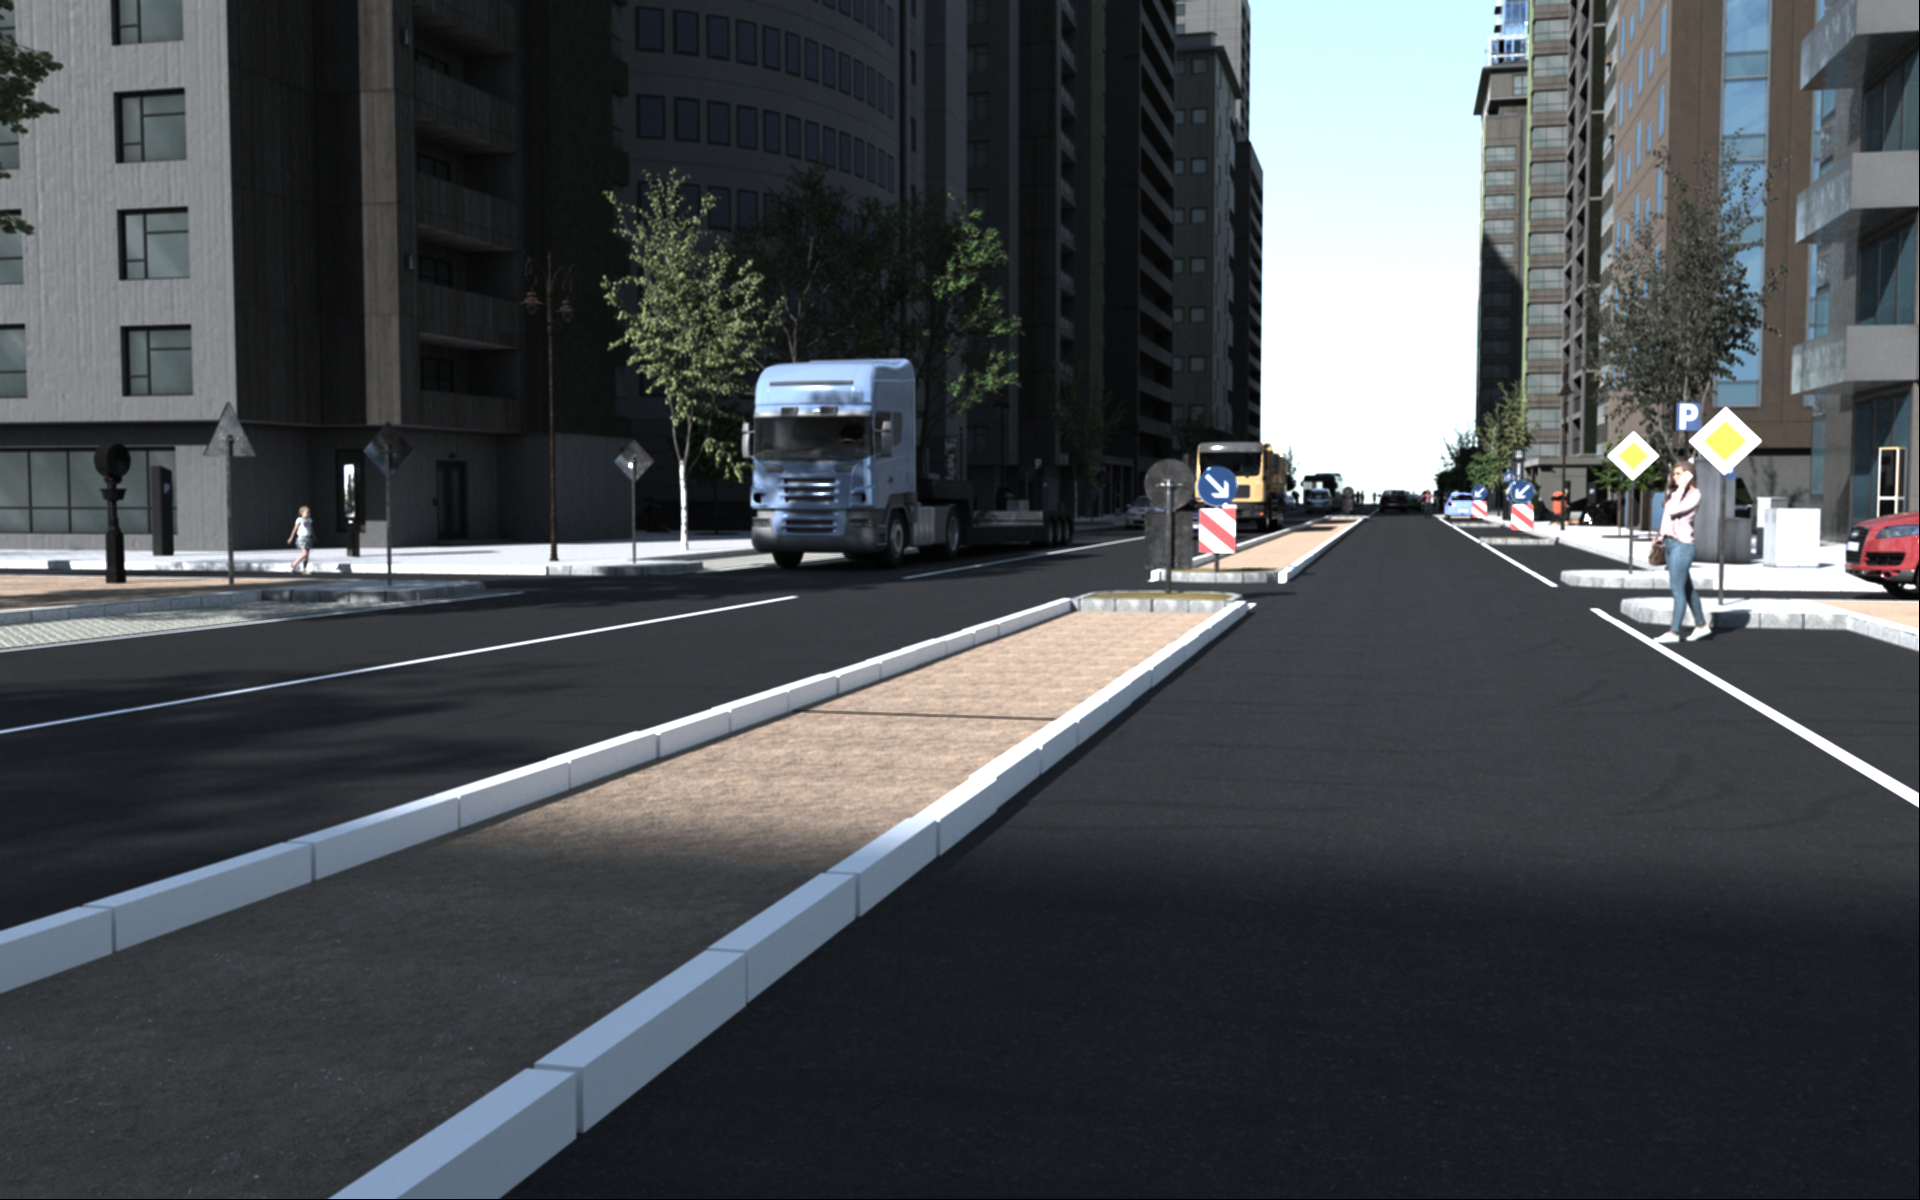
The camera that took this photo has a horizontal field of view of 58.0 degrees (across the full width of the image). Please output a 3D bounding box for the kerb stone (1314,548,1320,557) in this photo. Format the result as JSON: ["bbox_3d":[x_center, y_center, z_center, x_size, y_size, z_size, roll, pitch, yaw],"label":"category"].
[{"bbox_3d":[7.908,-1.007,38.695,0.120,0.150,1.000,1,4,14],"label":"kerb stone"}]

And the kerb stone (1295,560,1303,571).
[{"bbox_3d":[6.157,-0.585,31.752,0.120,0.150,1.000,1,4,14],"label":"kerb stone"}]

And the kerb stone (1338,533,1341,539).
[{"bbox_3d":[11.421,-1.859,52.590,0.120,0.150,1.000,1,4,14],"label":"kerb stone"}]

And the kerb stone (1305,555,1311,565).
[{"bbox_3d":[6.900,-0.767,34.731,0.120,0.150,1.000,1,4,14],"label":"kerb stone"}]

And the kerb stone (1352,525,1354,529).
[{"bbox_3d":[14.947,-2.710,66.510,0.120,0.150,1.000,1,4,14],"label":"kerb stone"}]

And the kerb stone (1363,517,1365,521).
[{"bbox_3d":[20.239,-3.988,87.398,0.120,0.150,1.000,1,4,14],"label":"kerb stone"}]

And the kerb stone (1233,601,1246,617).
[{"bbox_3d":[3.250,0.120,20.278,0.120,0.150,1.000,1,4,14],"label":"kerb stone"}]

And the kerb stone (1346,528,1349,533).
[{"bbox_3d":[13.436,-2.346,60.558,0.120,0.150,1.000,1,4,14],"label":"kerb stone"}]

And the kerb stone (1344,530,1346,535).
[{"bbox_3d":[12.683,-2.162,57.566,0.120,0.150,1.000,1,4,14],"label":"kerb stone"}]

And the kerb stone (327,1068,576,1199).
[{"bbox_3d":[-1.033,1.152,3.377,0.120,0.150,1.000,1,4,14],"label":"kerb stone"}]

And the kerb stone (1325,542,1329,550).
[{"bbox_3d":[9.162,-1.312,43.651,0.120,0.150,1.000,1,4,14],"label":"kerb stone"}]

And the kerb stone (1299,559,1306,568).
[{"bbox_3d":[6.398,-0.638,32.750,0.120,0.150,1.000,1,4,14],"label":"kerb stone"}]

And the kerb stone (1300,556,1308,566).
[{"bbox_3d":[6.648,-0.706,33.741,0.120,0.150,1.000,1,4,14],"label":"kerb stone"}]

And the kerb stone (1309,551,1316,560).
[{"bbox_3d":[7.414,-0.885,36.711,0.120,0.150,1.000,1,4,14],"label":"kerb stone"}]

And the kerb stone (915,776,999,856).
[{"bbox_3d":[-0.015,0.913,7.352,0.120,0.150,1.000,1,4,14],"label":"kerb stone"}]

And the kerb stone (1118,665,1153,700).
[{"bbox_3d":[1.228,0.606,12.333,0.120,0.150,1.000,1,4,14],"label":"kerb stone"}]

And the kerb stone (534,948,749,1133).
[{"bbox_3d":[-0.779,1.090,4.376,0.120,0.150,1.000,1,4,14],"label":"kerb stone"}]

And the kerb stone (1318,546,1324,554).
[{"bbox_3d":[8.408,-1.123,40.680,0.120,0.150,1.000,1,4,14],"label":"kerb stone"}]

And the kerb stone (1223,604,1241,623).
[{"bbox_3d":[2.994,0.178,19.286,0.120,0.150,1.000,1,4,14],"label":"kerb stone"}]

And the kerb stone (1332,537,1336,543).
[{"bbox_3d":[10.419,-1.616,48.623,0.120,0.150,1.000,1,4,14],"label":"kerb stone"}]

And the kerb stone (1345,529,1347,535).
[{"bbox_3d":[12.940,-2.223,58.566,0.120,0.150,1.000,1,4,14],"label":"kerb stone"}]

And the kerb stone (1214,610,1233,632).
[{"bbox_3d":[2.746,0.239,18.290,0.120,0.150,1.000,1,4,14],"label":"kerb stone"}]

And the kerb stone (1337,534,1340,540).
[{"bbox_3d":[11.173,-1.796,51.598,0.120,0.150,1.000,1,4,14],"label":"kerb stone"}]

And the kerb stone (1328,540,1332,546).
[{"bbox_3d":[9.659,-1.434,45.636,0.120,0.150,1.000,1,4,14],"label":"kerb stone"}]

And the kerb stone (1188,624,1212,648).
[{"bbox_3d":[2.236,0.360,16.303,0.120,0.150,1.000,1,4,14],"label":"kerb stone"}]

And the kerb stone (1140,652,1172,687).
[{"bbox_3d":[1.489,0.543,13.321,0.120,0.150,1.000,1,4,14],"label":"kerb stone"}]

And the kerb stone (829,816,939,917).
[{"bbox_3d":[-0.274,0.968,6.362,0.120,0.150,1.000,1,4,14],"label":"kerb stone"}]

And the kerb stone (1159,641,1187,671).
[{"bbox_3d":[1.739,0.482,14.320,0.120,0.150,1.000,1,4,14],"label":"kerb stone"}]

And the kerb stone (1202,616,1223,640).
[{"bbox_3d":[2.494,0.299,17.299,0.120,0.150,1.000,1,4,14],"label":"kerb stone"}]

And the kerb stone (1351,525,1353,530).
[{"bbox_3d":[14.695,-2.649,65.511,0.120,0.150,1.000,1,4,14],"label":"kerb stone"}]

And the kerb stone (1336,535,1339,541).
[{"bbox_3d":[10.919,-1.735,50.608,0.120,0.150,1.000,1,4,14],"label":"kerb stone"}]

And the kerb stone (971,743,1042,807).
[{"bbox_3d":[0.225,0.847,8.348,0.120,0.150,1.000,1,4,14],"label":"kerb stone"}]

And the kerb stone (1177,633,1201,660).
[{"bbox_3d":[1.990,0.428,15.311,0.120,0.150,1.000,1,4,14],"label":"kerb stone"}]

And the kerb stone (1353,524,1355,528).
[{"bbox_3d":[15.451,-2.831,68.509,0.120,0.150,1.000,1,4,14],"label":"kerb stone"}]

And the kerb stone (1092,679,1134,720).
[{"bbox_3d":[0.987,0.665,11.339,0.120,0.150,1.000,1,4,14],"label":"kerb stone"}]

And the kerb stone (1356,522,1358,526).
[{"bbox_3d":[16.697,-3.136,73.473,0.120,0.150,1.000,1,4,14],"label":"kerb stone"}]

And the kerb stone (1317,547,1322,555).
[{"bbox_3d":[8.162,-1.069,39.688,0.120,0.150,1.000,1,4,14],"label":"kerb stone"}]

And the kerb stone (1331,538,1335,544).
[{"bbox_3d":[10.164,-1.555,47.625,0.120,0.150,1.000,1,4,14],"label":"kerb stone"}]

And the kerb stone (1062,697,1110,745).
[{"bbox_3d":[0.737,0.727,10.343,0.120,0.150,1.000,1,4,14],"label":"kerb stone"}]

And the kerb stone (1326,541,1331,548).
[{"bbox_3d":[9.412,-1.373,44.645,0.120,0.150,1.000,1,4,14],"label":"kerb stone"}]

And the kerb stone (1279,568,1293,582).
[{"bbox_3d":[5.393,-0.398,28.779,0.120,0.150,1.000,1,4,14],"label":"kerb stone"}]

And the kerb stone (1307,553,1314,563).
[{"bbox_3d":[7.156,-0.827,35.720,0.120,0.150,1.000,1,4,14],"label":"kerb stone"}]

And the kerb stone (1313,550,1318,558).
[{"bbox_3d":[7.652,-0.949,37.705,0.120,0.150,1.000,1,4,14],"label":"kerb stone"}]

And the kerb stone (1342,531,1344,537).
[{"bbox_3d":[12.179,-2.041,55.584,0.120,0.150,1.000,1,4,14],"label":"kerb stone"}]

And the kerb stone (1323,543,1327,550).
[{"bbox_3d":[8.905,-1.252,42.662,0.120,0.150,1.000,1,4,14],"label":"kerb stone"}]

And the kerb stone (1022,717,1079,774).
[{"bbox_3d":[0.482,0.786,9.351,0.120,0.150,1.000,1,4,14],"label":"kerb stone"}]

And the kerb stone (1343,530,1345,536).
[{"bbox_3d":[12.432,-2.103,56.575,0.120,0.150,1.000,1,4,14],"label":"kerb stone"}]

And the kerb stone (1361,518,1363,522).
[{"bbox_3d":[19.471,-3.803,84.411,0.120,0.150,1.000,1,4,14],"label":"kerb stone"}]

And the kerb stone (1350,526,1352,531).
[{"bbox_3d":[14.447,-2.587,64.519,0.120,0.150,1.000,1,4,14],"label":"kerb stone"}]

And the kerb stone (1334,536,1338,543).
[{"bbox_3d":[10.670,-1.677,49.617,0.120,0.150,1.000,1,4,14],"label":"kerb stone"}]

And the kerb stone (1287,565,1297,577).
[{"bbox_3d":[5.655,-0.463,29.770,0.120,0.150,1.000,1,4,14],"label":"kerb stone"}]

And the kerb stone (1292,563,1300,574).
[{"bbox_3d":[5.911,-0.524,30.760,0.120,0.150,1.000,1,4,14],"label":"kerb stone"}]

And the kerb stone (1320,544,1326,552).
[{"bbox_3d":[8.658,-1.191,41.670,0.120,0.150,1.000,1,4,14],"label":"kerb stone"}]

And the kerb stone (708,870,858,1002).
[{"bbox_3d":[-0.533,1.029,5.368,0.120,0.150,1.000,1,4,14],"label":"kerb stone"}]

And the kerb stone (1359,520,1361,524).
[{"bbox_3d":[17.966,-3.437,78.461,0.120,0.150,1.000,1,4,14],"label":"kerb stone"}]

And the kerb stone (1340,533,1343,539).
[{"bbox_3d":[11.682,-1.920,53.585,0.120,0.150,1.000,1,4,14],"label":"kerb stone"}]

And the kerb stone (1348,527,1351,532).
[{"bbox_3d":[13.942,-2.463,62.539,0.120,0.150,1.000,1,4,14],"label":"kerb stone"}]

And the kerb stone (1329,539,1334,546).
[{"bbox_3d":[9.916,-1.494,46.628,0.120,0.150,1.000,1,4,14],"label":"kerb stone"}]

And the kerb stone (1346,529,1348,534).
[{"bbox_3d":[13.185,-2.280,59.560,0.120,0.150,1.000,1,4,14],"label":"kerb stone"}]
